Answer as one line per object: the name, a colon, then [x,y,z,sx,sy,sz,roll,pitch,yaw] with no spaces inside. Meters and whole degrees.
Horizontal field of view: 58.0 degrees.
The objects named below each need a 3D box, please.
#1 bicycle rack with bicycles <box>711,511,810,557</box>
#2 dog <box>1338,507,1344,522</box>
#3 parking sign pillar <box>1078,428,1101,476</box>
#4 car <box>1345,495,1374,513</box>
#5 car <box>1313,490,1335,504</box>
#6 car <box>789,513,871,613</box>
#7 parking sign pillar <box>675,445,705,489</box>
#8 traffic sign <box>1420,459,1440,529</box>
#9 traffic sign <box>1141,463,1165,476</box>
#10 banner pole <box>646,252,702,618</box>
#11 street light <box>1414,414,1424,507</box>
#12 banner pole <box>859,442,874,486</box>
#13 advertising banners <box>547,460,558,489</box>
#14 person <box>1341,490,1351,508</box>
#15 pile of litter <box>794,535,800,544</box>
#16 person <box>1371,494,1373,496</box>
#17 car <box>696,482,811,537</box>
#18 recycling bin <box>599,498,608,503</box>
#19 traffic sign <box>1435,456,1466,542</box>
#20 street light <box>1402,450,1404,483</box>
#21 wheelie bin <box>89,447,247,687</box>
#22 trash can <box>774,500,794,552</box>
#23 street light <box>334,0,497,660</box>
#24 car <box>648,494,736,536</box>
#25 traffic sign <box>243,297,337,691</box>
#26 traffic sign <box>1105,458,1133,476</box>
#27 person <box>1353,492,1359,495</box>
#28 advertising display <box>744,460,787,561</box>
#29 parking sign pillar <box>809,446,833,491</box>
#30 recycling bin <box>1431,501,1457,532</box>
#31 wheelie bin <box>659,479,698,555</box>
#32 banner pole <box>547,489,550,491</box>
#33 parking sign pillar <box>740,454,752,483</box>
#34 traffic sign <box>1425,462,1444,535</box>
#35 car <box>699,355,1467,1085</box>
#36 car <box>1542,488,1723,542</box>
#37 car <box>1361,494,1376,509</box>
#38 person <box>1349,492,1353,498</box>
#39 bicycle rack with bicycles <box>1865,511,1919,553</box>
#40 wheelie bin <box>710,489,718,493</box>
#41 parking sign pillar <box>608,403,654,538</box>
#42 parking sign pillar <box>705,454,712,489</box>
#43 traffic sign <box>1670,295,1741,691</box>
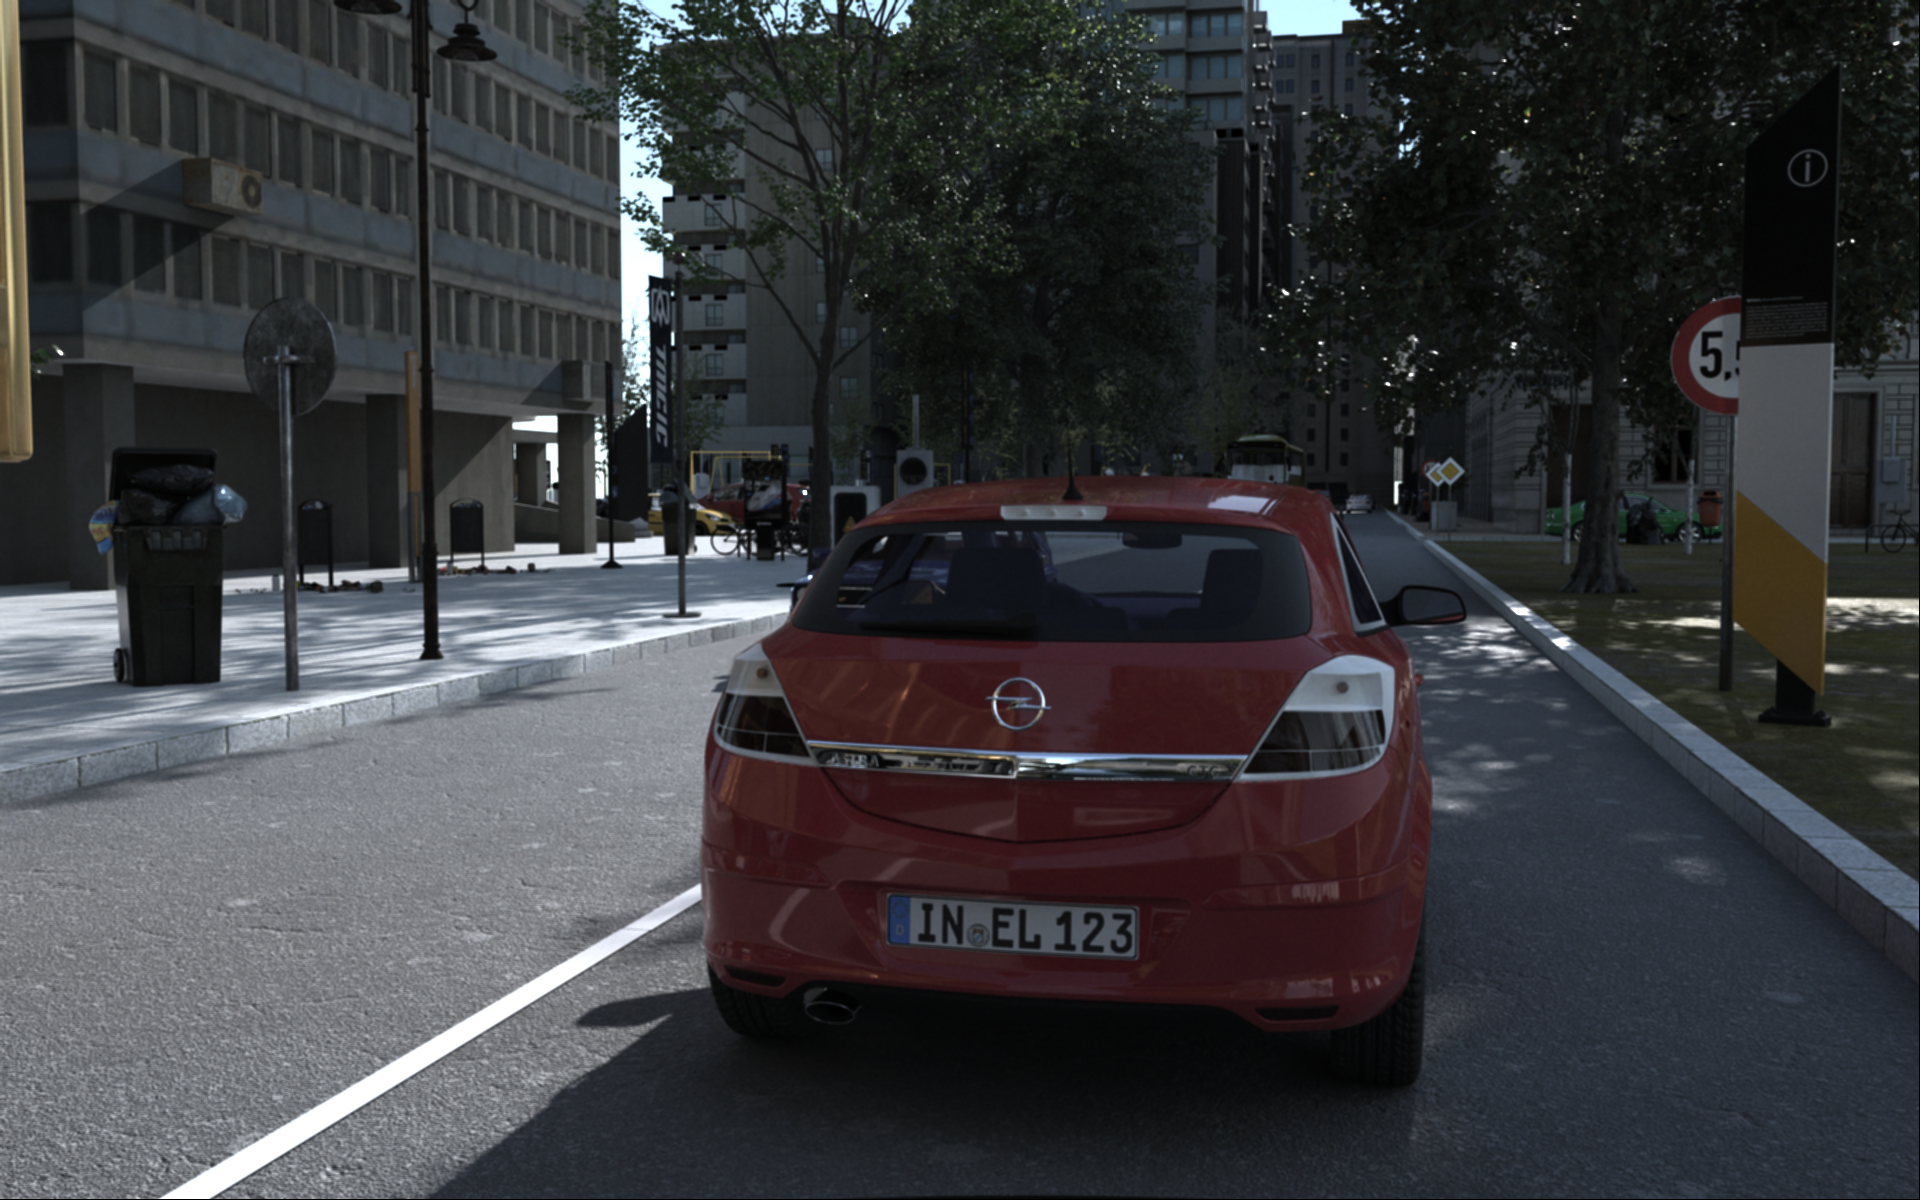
bicycle rack with bicycles: [-3.776,-1.399,36.260,2.925,0.926,2.852,0,4,2]
dog: [17.969,-3.949,81.409,0.513,0.831,0.800,3,5,42]
parking sign pillar: [5.033,-4.830,67.448,1.447,3.967,1.447,-1,4,-18]
car: [30.206,-7.256,130.995,2.083,1.381,4.827,1,4,14]
car: [30.309,-8.368,145.495,2.281,1.827,5.304,1,4,13]
car: [-0.225,-0.171,15.378,1.945,1.354,3.894,1,4,13]
parking sign pillar: [-14.536,-6.358,92.422,1.447,3.967,1.447,-1,4,-13]
traffic sign: [17.047,-3.828,62.696,0.768,2.556,0.104,1,4,19]
traffic sign: [6.239,-3.206,56.063,0.795,2.450,0.064,1,4,13]
banner pole: [-2.986,-1.700,17.809,0.401,3.779,0.863,1,4,20]
street light: [23.470,-7.091,88.725,0.468,5.910,1.993,1,4,13]
banner pole: [-4.281,-5.663,82.614,0.401,3.779,0.863,2,4,29]
advertising banners: [-20.731,-5.720,89.716,2.074,3.025,0.090,-3,5,-43]
person: [40.299,-10.503,180.203,1.348,1.826,0.705,-1,4,-15]
pile of litter: [-3.911,-1.893,44.916,1.176,0.858,1.719,1,4,16]
person: [40.783,-9.812,172.163,0.421,1.427,0.697,-2,4,-31]
car: [-7.065,-2.910,56.250,5.304,1.827,2.281,1,4,12]
recycling bin: [-20.476,-5.277,98.831,0.722,1.027,0.722,3,5,44]
traffic sign: [13.075,-2.606,46.248,0.795,2.450,0.064,1,4,13]
street light: [32.185,-9.364,125.887,0.468,5.910,1.993,1,4,13]
wheelie bin: [-5.355,-0.238,11.792,0.980,1.594,0.693,-2,4,-34]
trash can: [-4.085,-1.654,38.699,0.748,1.137,0.748,0,3,0]
street light: [-4.116,-2.479,13.318,0.468,5.910,1.993,1,4,13]
car: [-9.013,-2.702,54.400,3.980,1.641,2.015,1,4,15]
traffic sign: [-4.359,-0.681,11.233,0.768,2.556,0.104,1,4,22]
traffic sign: [4.418,-2.731,48.288,0.795,2.450,0.064,1,4,13]
person: [40.497,-10.218,177.034,0.593,1.643,0.415,1,4,13]
advertising display: [-3.756,-1.725,33.413,0.974,1.923,0.123,2,4,33]
parking sign pillar: [-7.744,-6.603,96.438,1.447,3.967,1.447,-1,4,-15]
recycling bin: [16.541,-2.852,59.180,0.722,1.027,0.722,0,4,2]
wheelie bin: [-5.956,-1.755,36.604,0.693,1.594,0.980,1,4,10]
banner pole: [-33.061,-9.093,138.691,0.863,3.779,0.401,0,4,5]
parking sign pillar: [-14.379,-7.873,117.195,1.447,3.967,1.447,-3,5,-39]
traffic sign: [14.895,-3.081,54.023,0.795,2.450,0.064,1,4,13]
car: [0.609,0.197,5.825,2.155,1.783,4.494,1,4,13]
car: [18.792,-2.426,48.454,4.718,1.807,1.959,1,4,13]
car: [38.370,-9.300,164.064,2.014,1.417,4.499,1,4,11]
person: [43.467,-11.160,192.430,0.415,1.643,0.593,-3,4,-37]
bicycle rack with bicycles: [21.149,-1.460,37.257,2.925,0.926,2.852,-1,4,-20]
wheelie bin: [-14.260,-5.683,100.818,0.980,1.594,0.693,0,4,8]
parking sign pillar: [-9.775,-3.823,50.986,1.447,3.967,1.447,2,4,31]
parking sign pillar: [-16.967,-7.760,115.350,1.447,3.967,1.447,1,4,19]
traffic sign: [4.997,-0.680,11.229,0.768,2.556,0.104,1,4,22]
